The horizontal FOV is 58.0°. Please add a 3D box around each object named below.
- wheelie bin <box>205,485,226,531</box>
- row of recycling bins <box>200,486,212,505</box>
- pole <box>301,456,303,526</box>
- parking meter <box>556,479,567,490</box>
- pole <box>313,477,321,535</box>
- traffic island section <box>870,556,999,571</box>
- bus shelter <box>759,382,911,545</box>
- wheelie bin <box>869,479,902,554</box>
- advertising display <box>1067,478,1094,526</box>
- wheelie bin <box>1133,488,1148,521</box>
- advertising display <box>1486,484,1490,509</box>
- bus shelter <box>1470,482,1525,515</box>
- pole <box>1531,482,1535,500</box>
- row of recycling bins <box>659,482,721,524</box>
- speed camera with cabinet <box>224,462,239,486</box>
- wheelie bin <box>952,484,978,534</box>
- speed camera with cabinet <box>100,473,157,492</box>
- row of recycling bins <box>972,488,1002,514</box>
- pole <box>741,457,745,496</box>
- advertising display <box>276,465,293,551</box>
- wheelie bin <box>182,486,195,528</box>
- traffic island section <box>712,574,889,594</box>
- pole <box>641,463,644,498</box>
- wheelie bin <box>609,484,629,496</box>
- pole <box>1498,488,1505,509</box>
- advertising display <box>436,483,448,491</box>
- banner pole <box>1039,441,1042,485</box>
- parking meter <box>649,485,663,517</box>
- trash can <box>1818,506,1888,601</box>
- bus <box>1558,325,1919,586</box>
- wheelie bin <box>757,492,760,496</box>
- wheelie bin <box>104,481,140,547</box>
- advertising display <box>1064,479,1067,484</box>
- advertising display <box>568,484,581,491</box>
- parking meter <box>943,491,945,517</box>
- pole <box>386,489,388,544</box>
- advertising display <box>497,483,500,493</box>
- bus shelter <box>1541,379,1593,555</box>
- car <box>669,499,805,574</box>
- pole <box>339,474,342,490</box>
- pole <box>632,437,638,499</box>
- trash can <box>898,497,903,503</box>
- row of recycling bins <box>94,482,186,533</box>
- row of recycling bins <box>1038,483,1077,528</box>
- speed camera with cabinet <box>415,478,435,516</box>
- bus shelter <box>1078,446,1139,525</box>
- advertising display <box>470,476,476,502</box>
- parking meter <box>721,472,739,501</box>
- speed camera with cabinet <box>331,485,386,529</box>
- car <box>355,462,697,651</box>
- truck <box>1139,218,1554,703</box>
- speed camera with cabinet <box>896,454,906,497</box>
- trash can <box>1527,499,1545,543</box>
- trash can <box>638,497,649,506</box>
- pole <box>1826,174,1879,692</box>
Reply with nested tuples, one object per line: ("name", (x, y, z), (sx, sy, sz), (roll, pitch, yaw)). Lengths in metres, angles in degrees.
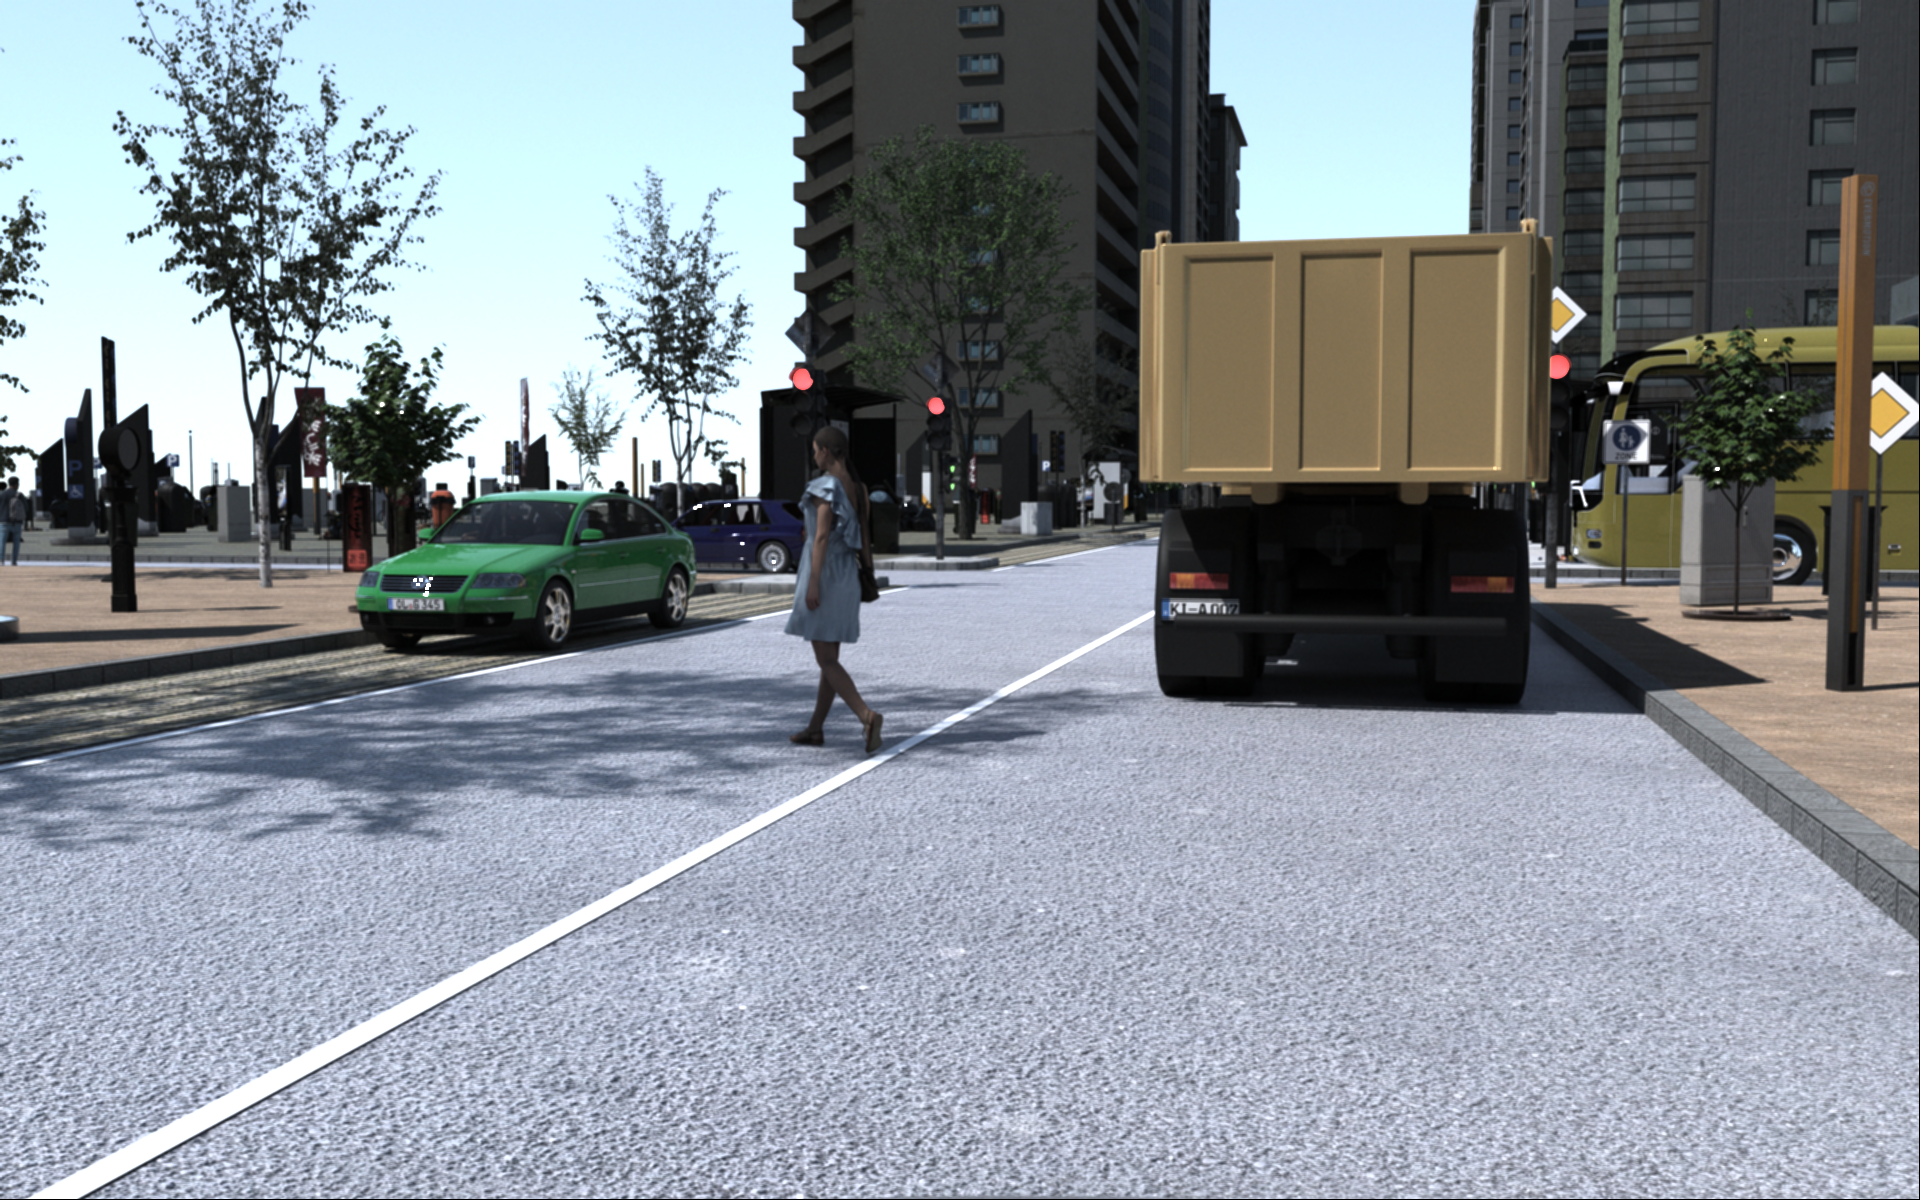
("wheelie bin", (-25.562, -3.177, 59.856), (0.693, 1.594, 0.980), (1, 4, 20))
("row of recycling bins", (-37.193, -4.854, 86.482), (1.069, 1.692, 3.534), (-1, 4, -14))
("pole", (-22.747, -4.021, 59.590), (0.158, 3.312, 0.155), (0, 3, 0))
("parking meter", (-15.717, -3.832, 68.362), (0.399, 1.863, 0.255), (-1, 4, -11))
("pole", (-20.283, -3.714, 54.567), (0.158, 3.312, 0.155), (0, 3, 0))
("traffic island section", (-0.408, -0.707, 33.836), (2.009, 0.180, 2.903), (1, 4, 14))
("bus shelter", (-2.744, -2.950, 39.520), (1.731, 3.624, 6.357), (1, 4, 13))
("wheelie bin", (-1.594, -1.783, 37.059), (0.693, 1.594, 0.980), (0, 4, -2))
("advertising display", (4.947, -3.982, 70.324), (0.974, 1.923, 0.123), (1, 4, 13))
("wheelie bin", (8.539, -4.528, 81.941), (0.693, 1.594, 0.980), (0, 4, -4))
("advertising display", (14.719, -2.628, 48.182), (0.123, 1.923, 0.974), (1, 4, 12))
("bus shelter", (18.677, -4.062, 60.332), (2.014, 3.302, 5.546), (1, 4, 13))
("pole", (23.749, -4.764, 71.730), (0.158, 3.312, 0.155), (0, 3, 0))
("row of recycling bins", (-9.574, -3.321, 61.411), (1.069, 1.692, 3.534), (2, 4, 24))
("speed camera with cabinet", (-45.530, -6.895, 107.073), (0.660, 3.252, 2.038), (1, 4, 20))
("wheelie bin", (0.170, -2.924, 55.716), (0.693, 1.594, 0.980), (-2, 4, -28))
("speed camera with cabinet", (-36.383, -4.975, 75.676), (2.038, 3.252, 0.660), (-1, 4, -14))
("row of recycling bins", (2.126, -6.273, 109.668), (3.534, 1.692, 1.069), (2, 4, 30))
("pole", (-12.038, -6.260, 96.187), (0.158, 3.312, 0.155), (0, 3, 0))
("advertising display", (-15.337, -2.086, 39.313), (0.123, 1.923, 0.974), (-2, 4, -34))
("wheelie bin", (-29.430, -3.536, 65.723), (0.693, 1.594, 0.980), (-2, 4, -35))
("traffic island section", (-2.281, -0.232, 26.073), (2.009, 0.180, 2.903), (1, 4, 14))
("pole", (-21.091, -7.412, 115.036), (0.158, 3.312, 0.155), (0, 3, 0))
("wheelie bin", (-10.784, -2.867, 54.778), (0.693, 1.594, 0.980), (-1, 4, -12))
("pole", (13.988, -3.110, 44.690), (0.158, 3.312, 0.155), (0, 3, 0))
("advertising display", (-30.131, -5.843, 100.752), (0.123, 1.923, 0.974), (1, 4, 19))
("banner pole", (3.620, -5.658, 82.525), (0.863, 3.779, 0.401), (2, 4, 33))
("parking meter", (-8.482, -2.443, 48.351), (0.372, 1.533, 0.369), (0, 3, 0))
("trash can", (10.738, -0.563, 20.858), (0.748, 1.137, 0.748), (0, 3, 0))
("bus", (15.248, -2.074, 25.460), (12.252, 3.916, 2.896), (1, 4, 12))
("wheelie bin", (-7.438, -3.587, 66.559), (0.693, 1.594, 0.980), (-2, 4, -30))
("wheelie bin", (-20.245, -2.077, 41.873), (0.693, 1.594, 0.980), (-3, 5, -43))
("advertising display", (4.654, -4.323, 75.900), (0.123, 1.923, 0.974), (0, 4, -3))
("advertising display", (-24.741, -6.502, 111.525), (0.974, 1.923, 0.123), (0, 4, -2))
("parking meter", (-1.029, -5.338, 95.683), (0.372, 1.533, 0.369), (0, 3, 0))
("pole", (-14.758, -3.118, 44.825), (0.158, 3.312, 0.155), (0, 3, 0))
("advertising display", (-27.282, -5.918, 101.977), (0.123, 1.923, 0.974), (0, 4, 5))
("bus shelter", (13.540, -2.848, 37.850), (1.731, 3.624, 6.357), (1, 4, 14))
("car", (-4.378, -1.179, 31.863), (3.894, 1.354, 1.945), (1, 4, 14))
("pole", (-43.526, -7.822, 121.737), (0.158, 3.312, 0.155), (0, 3, 0))
("pole", (-11.633, -4.171, 62.034), (0.158, 3.312, 0.155), (0, 3, 0))
("trash can", (-2.709, -4.155, 79.586), (0.748, 1.137, 0.748), (0, 3, 0))
("row of recycling bins", (-27.460, -3.061, 57.158), (3.534, 1.692, 1.069), (-3, 4, -36))
("row of recycling bins", (3.760, -3.641, 66.648), (1.069, 1.692, 3.534), (1, 4, 19))
("speed camera with cabinet", (-29.591, -6.215, 95.949), (0.660, 3.252, 2.038), (1, 4, 17))
("bus shelter", (6.595, -4.963, 75.068), (2.014, 3.302, 5.546), (1, 4, 14))
("advertising display", (-17.064, -3.394, 60.698), (0.123, 1.923, 0.974), (-1, 4, -12))
("parking meter", (-5.525, -2.196, 41.620), (0.399, 1.863, 0.255), (0, 4, -5))
("speed camera with cabinet", (-21.849, -4.211, 63.179), (2.038, 3.252, 0.660), (-1, 4, -21))
("car", (-4.180, -0.520, 17.305), (1.959, 1.807, 4.718), (1, 4, 14))
("truck", (3.473, -1.206, 15.644), (3.469, 3.379, 9.791), (1, 4, 13))
("speed camera with cabinet", (-2.630, -5.562, 85.275), (0.660, 3.252, 2.038), (3, 5, 43))
("trash can", (15.229, -2.064, 45.399), (0.748, 1.137, 0.748), (0, 3, 0))
("trash can", (-13.169, -3.699, 72.140), (0.748, 1.137, 0.748), (0, 3, 0))
("pole", (5.774, -1.062, 11.209), (0.158, 3.312, 0.155), (0, 3, 0))
